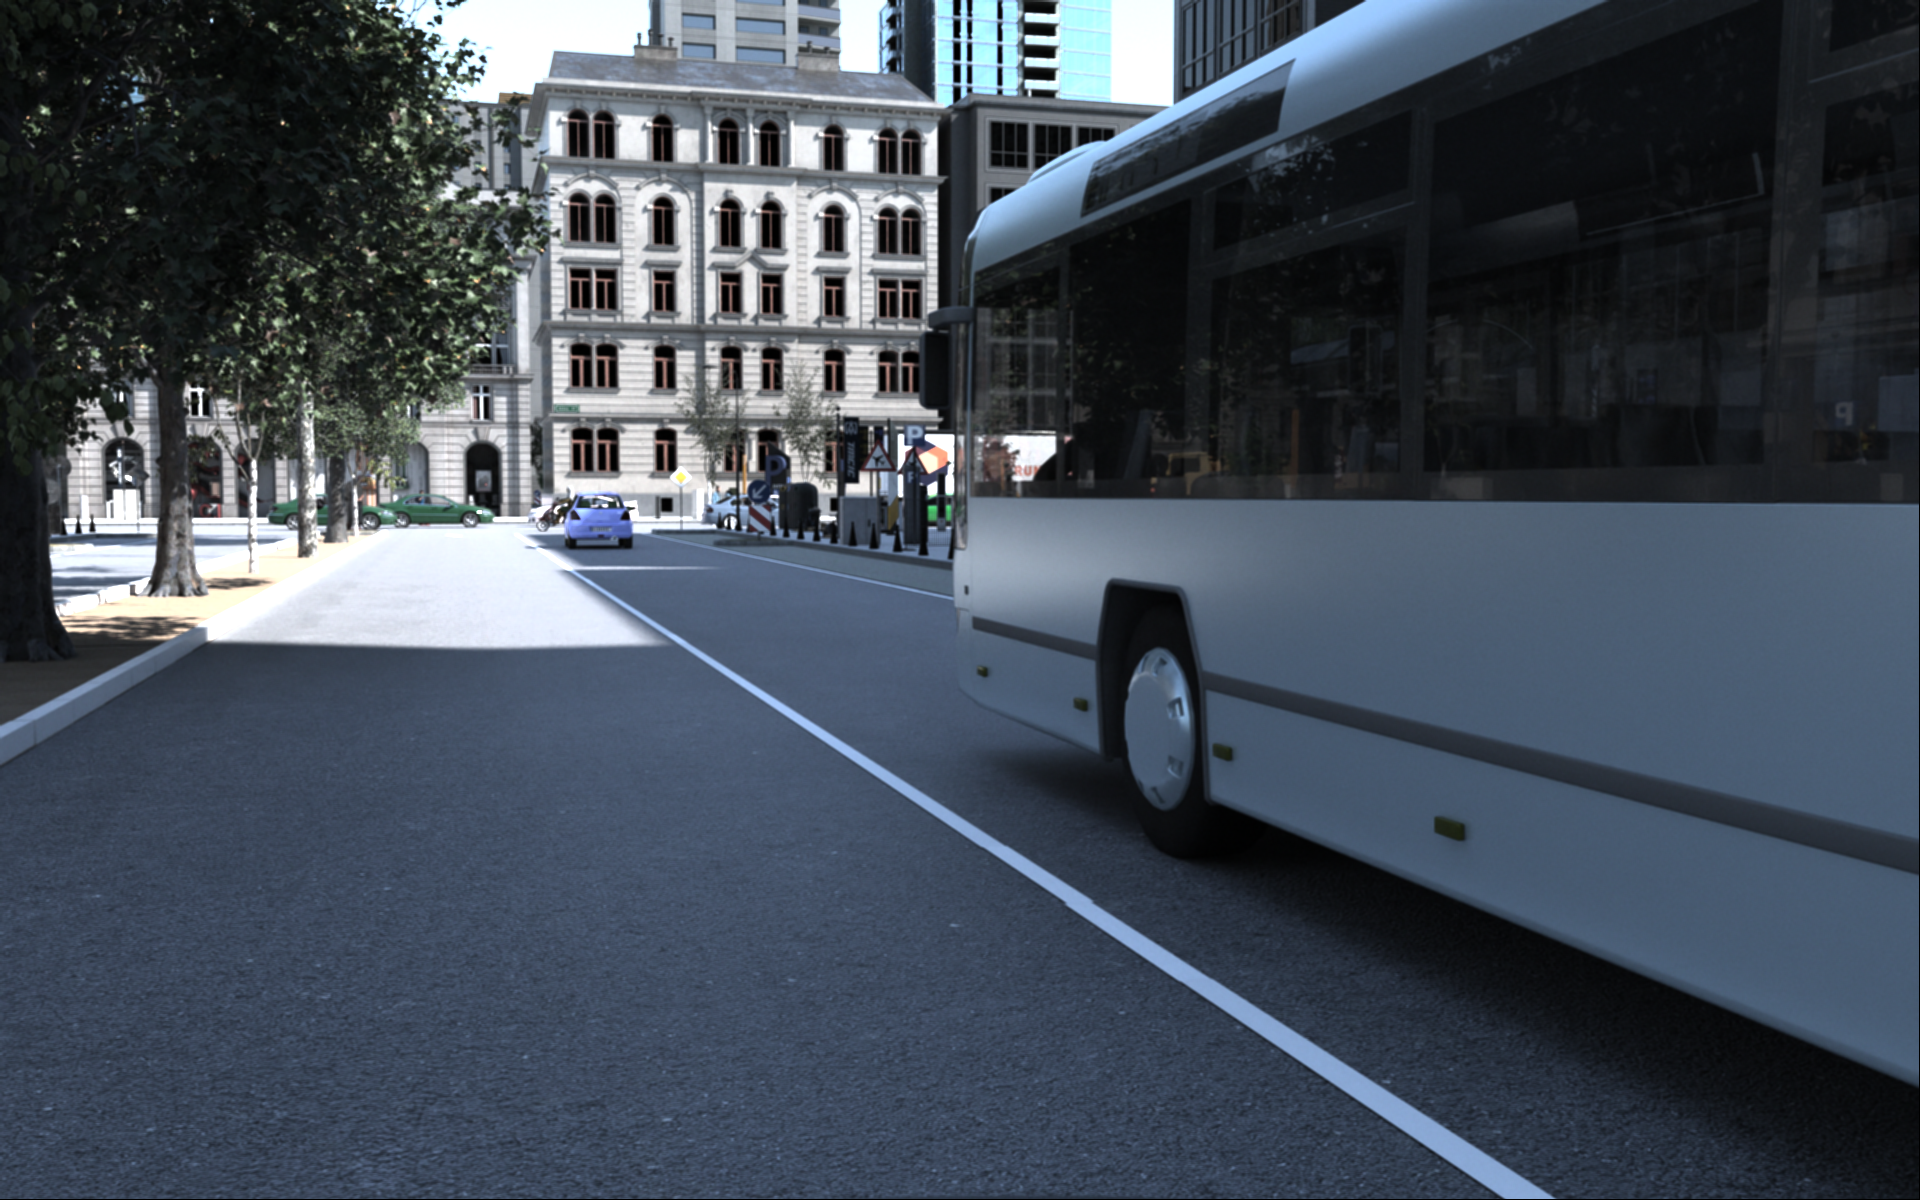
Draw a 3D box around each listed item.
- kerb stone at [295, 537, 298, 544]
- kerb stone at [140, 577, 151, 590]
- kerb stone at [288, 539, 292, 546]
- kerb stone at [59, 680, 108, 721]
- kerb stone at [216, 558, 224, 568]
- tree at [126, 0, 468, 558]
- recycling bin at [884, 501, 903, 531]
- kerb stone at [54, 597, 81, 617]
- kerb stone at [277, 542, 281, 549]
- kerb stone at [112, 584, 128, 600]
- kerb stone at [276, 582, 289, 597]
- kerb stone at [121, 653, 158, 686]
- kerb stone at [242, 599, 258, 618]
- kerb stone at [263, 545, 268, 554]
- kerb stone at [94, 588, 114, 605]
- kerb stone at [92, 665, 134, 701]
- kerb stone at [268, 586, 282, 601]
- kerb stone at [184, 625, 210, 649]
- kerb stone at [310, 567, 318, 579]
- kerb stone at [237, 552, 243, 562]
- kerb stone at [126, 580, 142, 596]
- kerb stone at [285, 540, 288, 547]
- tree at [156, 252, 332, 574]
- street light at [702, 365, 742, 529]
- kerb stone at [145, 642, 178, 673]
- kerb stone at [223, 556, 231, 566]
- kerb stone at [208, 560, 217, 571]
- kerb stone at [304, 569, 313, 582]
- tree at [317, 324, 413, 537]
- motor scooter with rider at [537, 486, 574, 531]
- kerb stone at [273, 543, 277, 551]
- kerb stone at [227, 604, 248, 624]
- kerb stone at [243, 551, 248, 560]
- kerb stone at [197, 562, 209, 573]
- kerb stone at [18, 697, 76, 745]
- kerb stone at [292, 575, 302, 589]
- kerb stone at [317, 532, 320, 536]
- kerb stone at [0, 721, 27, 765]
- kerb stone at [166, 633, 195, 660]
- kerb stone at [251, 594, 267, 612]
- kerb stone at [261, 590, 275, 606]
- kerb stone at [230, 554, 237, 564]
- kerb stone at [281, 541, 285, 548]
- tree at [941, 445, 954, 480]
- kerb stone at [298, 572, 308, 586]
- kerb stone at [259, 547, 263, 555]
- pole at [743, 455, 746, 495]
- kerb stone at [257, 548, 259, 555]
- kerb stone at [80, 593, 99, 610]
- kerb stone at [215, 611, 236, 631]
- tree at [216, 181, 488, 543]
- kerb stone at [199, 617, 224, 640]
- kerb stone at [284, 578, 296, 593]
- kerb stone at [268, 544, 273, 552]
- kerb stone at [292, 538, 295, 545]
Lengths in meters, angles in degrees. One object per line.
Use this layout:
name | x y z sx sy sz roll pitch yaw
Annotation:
kerb stone | -18.987 -1.651 49.196 0.120 0.150 1.000 -1 4 -16
kerb stone | -12.076 -0.202 25.530 0.120 0.150 1.000 -1 4 -16
kerb stone | -18.406 -1.526 47.223 0.120 0.150 1.000 -1 4 -16
kerb stone | -5.739 0.667 11.297 0.120 0.150 1.000 -1 4 -16
kerb stone | -14.387 -0.684 33.426 0.120 0.150 1.000 -1 4 -16
tree | -16.015 -11.029 38.678 12.611 20.169 13.585 0 3 0
recycling bin | -2.135 -2.892 59.837 0.722 1.027 0.722 3 4 39
kerb stone | -10.637 0.099 20.569 0.120 0.150 1.000 -1 4 -16
kerb stone | -17.542 -1.350 44.261 0.120 0.150 1.000 -1 4 -16
kerb stone | -11.508 -0.082 23.548 0.120 0.150 1.000 -1 4 -16
kerb stone | -9.484 -0.118 24.117 0.120 0.150 1.000 -1 4 -16
kerb stone | -6.316 0.546 13.269 0.120 0.150 1.000 -1 4 -16
kerb stone | -8.331 0.127 20.184 0.120 0.150 1.000 -1 4 -16
kerb stone | -16.677 -1.169 41.311 0.120 0.150 1.000 -1 4 -16
kerb stone | -11.218 -0.020 22.557 0.120 0.150 1.000 -1 4 -16
kerb stone | -6.029 0.606 12.280 0.120 0.150 1.000 -1 4 -16
kerb stone | -9.197 -0.057 23.133 0.120 0.150 1.000 -1 4 -16
kerb stone | -7.187 0.370 16.233 0.120 0.150 1.000 -1 4 -16
kerb stone | -10.922 -0.420 29.069 0.120 0.150 1.000 -1 4 -16
kerb stone | -15.243 -0.866 36.378 0.120 0.150 1.000 -1 4 -16
kerb stone | -11.784 -0.143 24.547 0.120 0.150 1.000 -1 4 -16
kerb stone | -18.122 -1.470 46.234 0.120 0.150 1.000 -1 4 -16
tree | -12.764 -4.785 31.049 4.360 8.622 3.978 0 3 0
street light | -8.584 -5.509 62.607 1.470 5.913 1.316 -1 4 -16
kerb stone | -6.600 0.486 14.253 0.120 0.150 1.000 -1 4 -16
kerb stone | -14.666 -0.746 34.412 0.120 0.150 1.000 -1 4 -16
kerb stone | -14.091 -0.627 32.445 0.120 0.150 1.000 -1 4 -16
kerb stone | -10.635 -0.360 28.078 0.120 0.150 1.000 -1 4 -16
tree | -20.103 -6.399 57.445 4.737 8.622 4.395 0 3 0
motor scooter with rider | -15.274 -3.527 66.634 1.986 1.779 0.876 -1 4 -15
kerb stone | -17.257 -1.289 43.277 0.120 0.150 1.000 -1 4 -16
kerb stone | -8.042 0.184 19.186 0.120 0.150 1.000 -1 4 -16
kerb stone | -15.529 -0.924 37.363 0.120 0.150 1.000 -1 4 -16
kerb stone | -13.814 -0.567 31.458 0.120 0.150 1.000 -1 4 -16
kerb stone | -5.450 0.727 10.314 0.120 0.150 1.000 -1 4 -16
kerb stone | -10.060 -0.238 26.094 0.120 0.150 1.000 -1 4 -16
kerb stone | -21.861 -2.250 59.062 0.120 0.150 1.000 -1 4 -16
kerb stone | -5.168 0.787 9.324 0.120 0.150 1.000 -1 4 -16
kerb stone | -6.891 0.425 15.242 0.120 0.150 1.000 -1 4 -16
kerb stone | -8.615 0.064 21.168 0.120 0.150 1.000 -1 4 -16
kerb stone | -8.905 0.005 22.151 0.120 0.150 1.000 -1 4 -16
kerb stone | -14.952 -0.805 35.396 0.120 0.150 1.000 -1 4 -16
kerb stone | -17.827 -1.409 45.250 0.120 0.150 1.000 -1 4 -16
tree | 0.685 -2.532 36.005 1.663 3.219 1.824 0 3 0
kerb stone | -10.344 -0.299 27.085 0.120 0.150 1.000 -1 4 -16
kerb stone | -16.400 -1.104 40.324 0.120 0.150 1.000 -1 4 -16
pole | -11.206 -5.885 90.067 0.158 3.312 0.155 0 3 0
kerb stone | -16.109 -1.048 39.336 0.120 0.150 1.000 -1 4 -16
kerb stone | -10.919 0.048 21.564 0.120 0.150 1.000 -1 4 -16
kerb stone | -7.759 0.248 18.201 0.120 0.150 1.000 -1 4 -16
tree | -18.170 -8.618 50.023 9.857 13.997 8.962 0 3 0
kerb stone | -7.470 0.304 17.217 0.120 0.150 1.000 -1 4 -16
kerb stone | -9.772 -0.178 25.110 0.120 0.150 1.000 -1 4 -16
kerb stone | -16.967 -1.229 42.294 0.120 0.150 1.000 -1 4 -16
kerb stone | -18.696 -1.591 48.207 0.120 0.150 1.000 -1 4 -16
